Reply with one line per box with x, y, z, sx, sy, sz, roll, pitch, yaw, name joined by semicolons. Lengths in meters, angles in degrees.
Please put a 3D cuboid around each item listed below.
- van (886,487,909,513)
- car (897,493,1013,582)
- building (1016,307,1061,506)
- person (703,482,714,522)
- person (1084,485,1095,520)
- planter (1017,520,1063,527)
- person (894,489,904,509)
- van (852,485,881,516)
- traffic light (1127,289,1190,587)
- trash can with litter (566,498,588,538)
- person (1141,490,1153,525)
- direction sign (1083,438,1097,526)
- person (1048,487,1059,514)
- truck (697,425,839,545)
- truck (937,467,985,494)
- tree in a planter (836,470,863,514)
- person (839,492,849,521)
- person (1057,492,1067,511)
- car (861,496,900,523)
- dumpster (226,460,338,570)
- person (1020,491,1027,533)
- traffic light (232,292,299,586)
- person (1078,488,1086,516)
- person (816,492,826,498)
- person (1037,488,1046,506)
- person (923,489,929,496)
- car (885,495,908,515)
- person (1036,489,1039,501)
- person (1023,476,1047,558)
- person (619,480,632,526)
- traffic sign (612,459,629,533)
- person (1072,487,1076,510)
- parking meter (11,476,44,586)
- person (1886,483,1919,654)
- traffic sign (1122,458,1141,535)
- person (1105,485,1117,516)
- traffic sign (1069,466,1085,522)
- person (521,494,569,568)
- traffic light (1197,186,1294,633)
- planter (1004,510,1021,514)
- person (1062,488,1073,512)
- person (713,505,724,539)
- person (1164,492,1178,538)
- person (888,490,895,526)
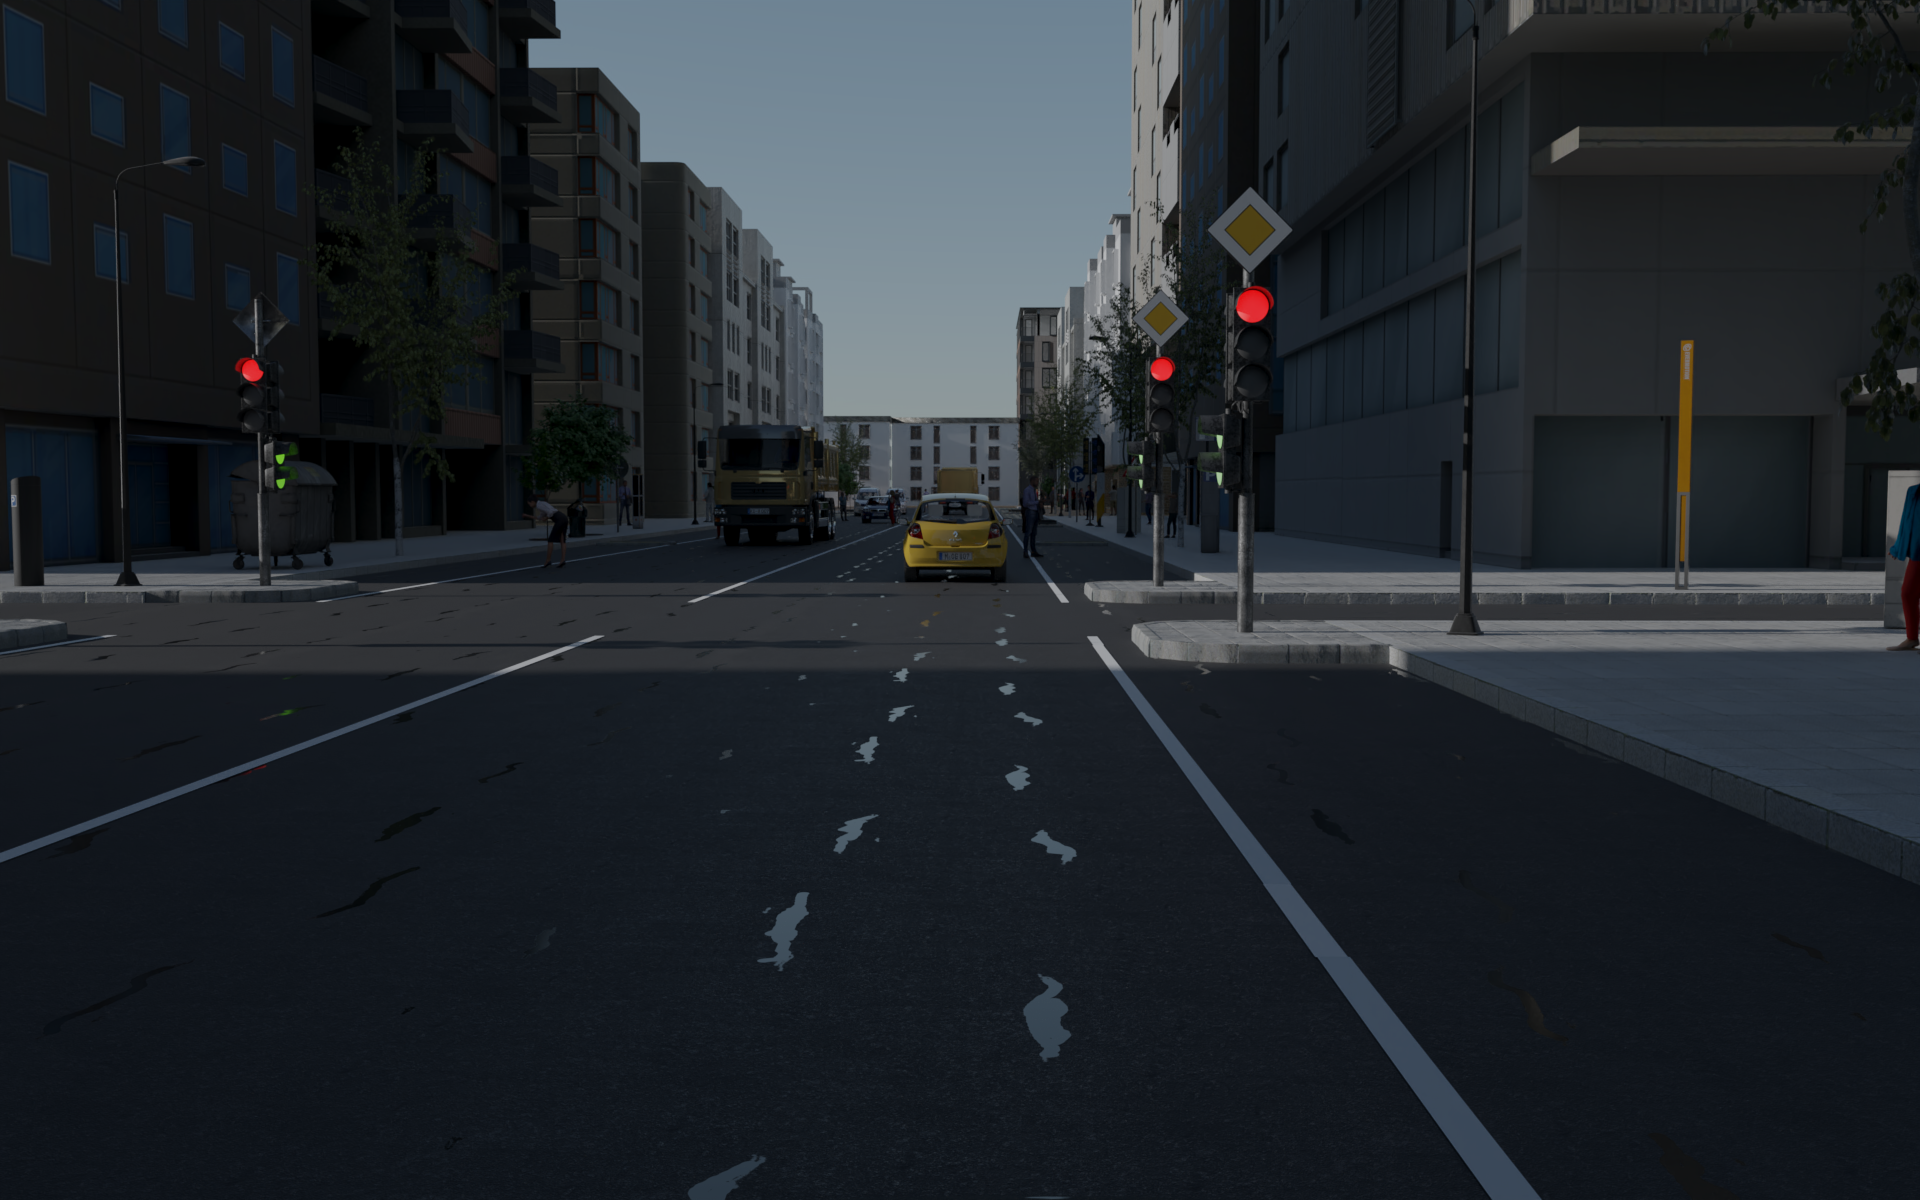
-4.779;-7.424;128.391;2.013;2.044;4.112;0;4;-1;van
-0.084;-1.190;29.678;2.015;1.641;3.980;0;4;0;car
22.997;-21.763;199.805;32.646;21.610;27.936;0;4;1;building
-11.338;-4.405;78.210;0.789;1.805;0.875;2;4;35;person
6.341;-4.796;85.169;0.576;1.737;0.504;1;4;21;person
3.491;-3.335;75.671;1.991;0.319;1.994;0;4;1;planter
-3.635;-5.646;101.612;0.445;1.727;0.742;2;4;32;person
-5.923;-6.424;112.051;2.013;2.044;4.112;0;4;1;van
2.740;-2.143;23.961;0.839;4.253;0.868;0;4;1;traffic light
-11.493;-2.418;50.916;1.055;1.170;0.624;1;4;12;trash can with litter
7.908;-3.958;72.718;0.435;1.587;0.963;2;4;28;person
5.245;-4.755;69.746;0.379;3.537;0.876;-3;4;-36;direction sign
6.050;-6.483;112.587;0.434;1.755;0.990;-3;4;-39;person
-5.336;-3.371;51.033;3.469;3.379;9.791;0;4;2;truck
-0.085;-7.720;122.153;3.469;3.379;9.791;0;4;2;truck
-8.011;-7.889;126.206;1.991;3.239;1.994;0;4;1;tree in a planter
-6.154;-4.947;91.599;0.499;1.552;0.429;-1;4;-15;person
7.634;-7.366;129.658;0.799;1.438;0.628;-1;4;-23;person
-3.924;-4.502;86.182;1.945;1.354;3.894;0;4;2;car
-11.712;-1.480;29.962;1.264;1.857;1.865;0;4;1;dumpster
2.444;-3.238;63.708;0.482;1.546;0.388;-2;4;-31;person
-9.700;-2.153;24.115;0.839;4.253;0.868;0;4;1;traffic light
7.330;-5.875;103.569;0.593;1.643;0.415;1;4;12;person
-5.540;-3.538;67.062;0.841;1.734;0.376;1;4;18;person
7.366;-9.143;155.670;0.705;1.807;1.348;3;5;40;person
-2.687;-7.663;133.651;0.709;1.838;0.599;-3;4;-38;person
-4.679;-6.630;120.764;2.083;1.381;4.827;0;4;-1;car
7.852;-10.398;175.989;1.348;1.831;0.705;0;4;6;person
1.728;-1.866;38.877;0.599;1.838;0.709;2;4;25;person
-13.482;-3.913;69.881;0.709;1.838;0.599;-2;4;-32;person
-11.410;-3.523;57.705;0.768;2.556;0.104;0;4;5;traffic sign
8.959;-7.948;135.960;0.705;1.831;1.348;-3;4;-37;person
-13.012;-0.964;24.170;0.372;1.533;0.369;0;3;0;parking meter
7.744;-0.374;13.867;0.444;1.614;0.593;1;4;11;person
5.483;-3.297;53.913;0.884;2.594;0.081;0;4;3;traffic sign
9.108;-5.926;102.943;1.348;1.824;0.705;-2;4;-24;person
5.302;-4.798;78.561;0.768;2.556;0.104;0;4;1;traffic sign
-8.031;-1.343;33.652;0.799;1.438;0.628;-2;4;-33;person
2.630;-1.655;15.976;0.839;4.253;0.868;0;4;1;traffic light
4.168;-6.406;125.879;1.991;0.319;1.994;0;4;1;planter
7.770;-7.239;124.332;0.705;1.831;1.348;2;4;34;person
-7.512;-2.730;54.846;0.444;1.614;0.593;-3;5;-44;person
6.160;-2.482;50.537;0.340;1.345;0.435;3;5;39;person
-3.091;-4.118;77.527;0.444;1.614;0.593;2;4;25;person
